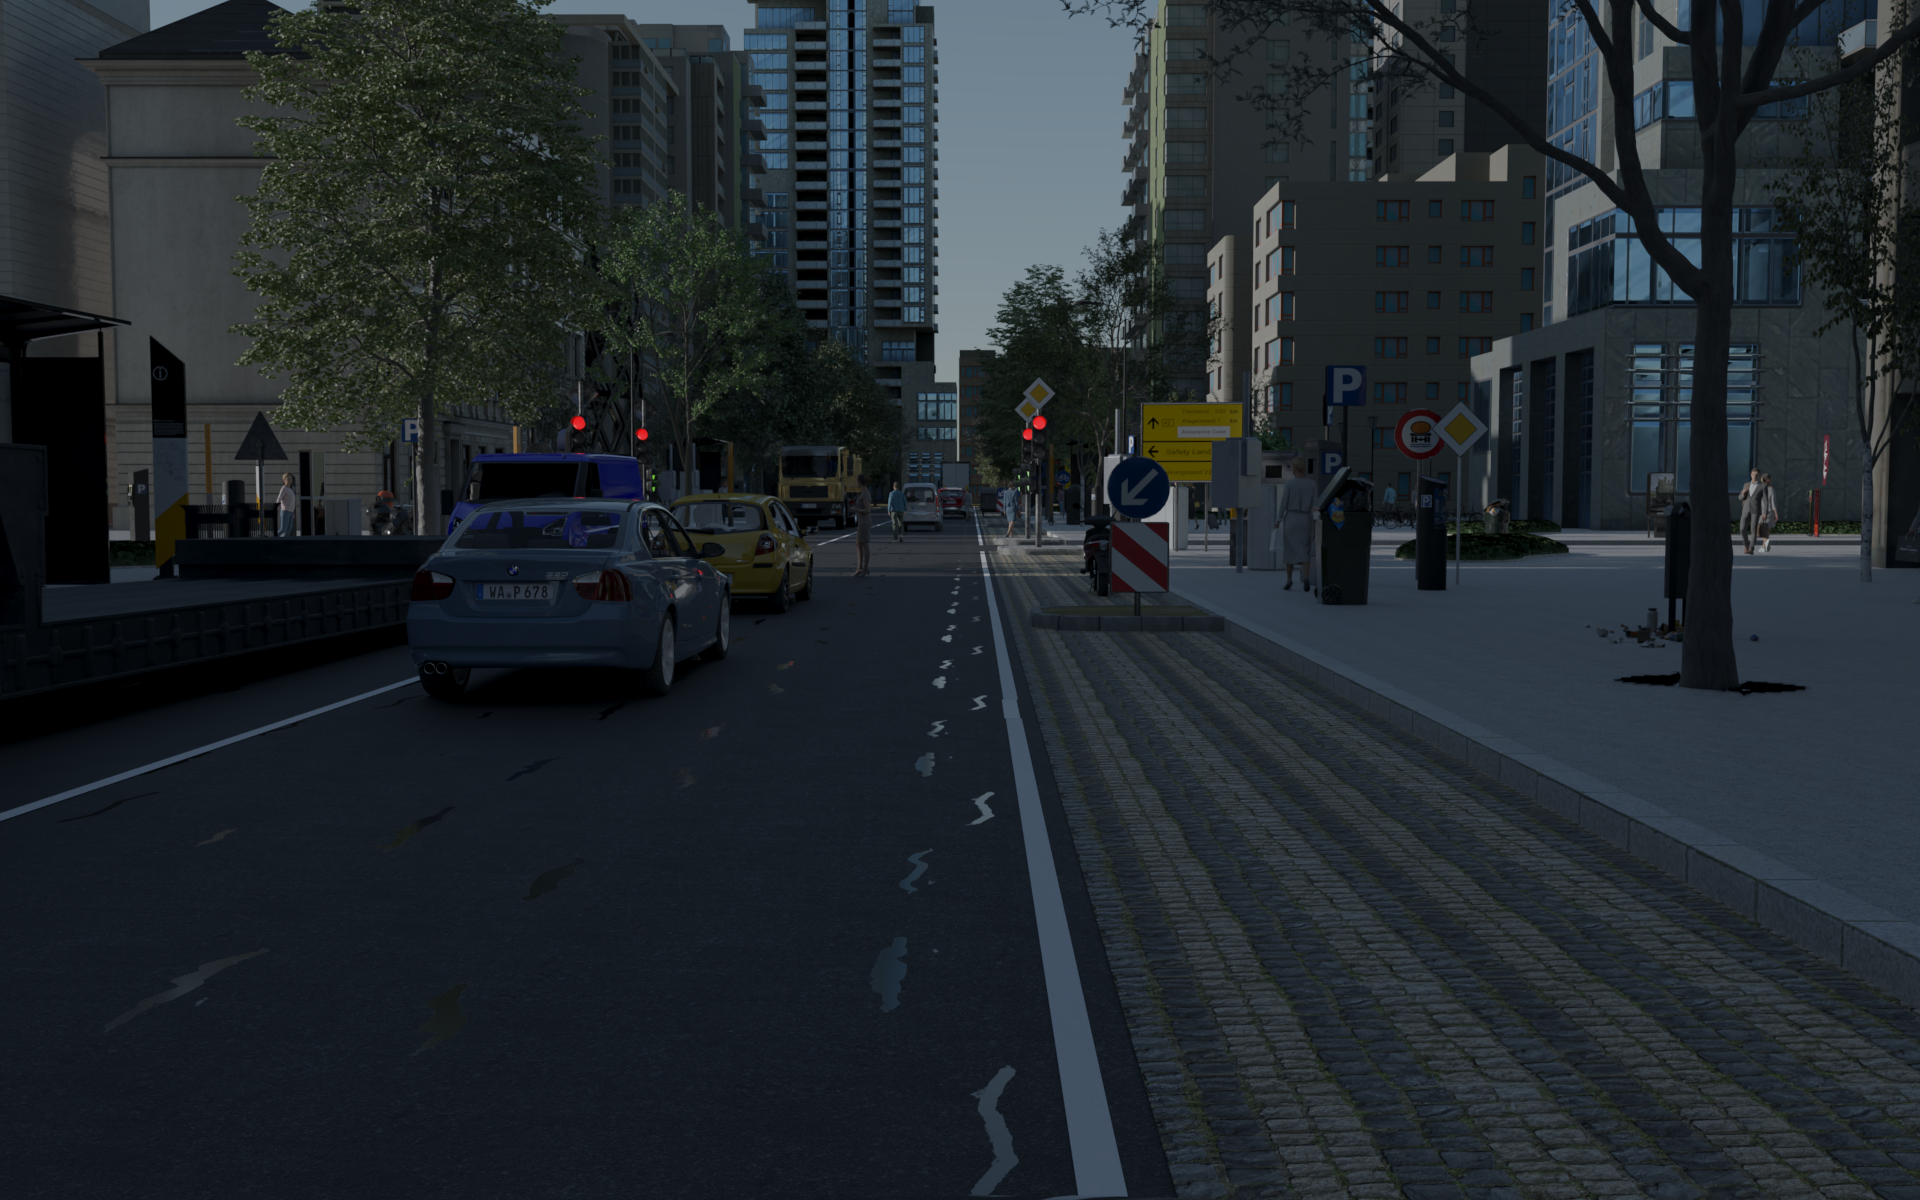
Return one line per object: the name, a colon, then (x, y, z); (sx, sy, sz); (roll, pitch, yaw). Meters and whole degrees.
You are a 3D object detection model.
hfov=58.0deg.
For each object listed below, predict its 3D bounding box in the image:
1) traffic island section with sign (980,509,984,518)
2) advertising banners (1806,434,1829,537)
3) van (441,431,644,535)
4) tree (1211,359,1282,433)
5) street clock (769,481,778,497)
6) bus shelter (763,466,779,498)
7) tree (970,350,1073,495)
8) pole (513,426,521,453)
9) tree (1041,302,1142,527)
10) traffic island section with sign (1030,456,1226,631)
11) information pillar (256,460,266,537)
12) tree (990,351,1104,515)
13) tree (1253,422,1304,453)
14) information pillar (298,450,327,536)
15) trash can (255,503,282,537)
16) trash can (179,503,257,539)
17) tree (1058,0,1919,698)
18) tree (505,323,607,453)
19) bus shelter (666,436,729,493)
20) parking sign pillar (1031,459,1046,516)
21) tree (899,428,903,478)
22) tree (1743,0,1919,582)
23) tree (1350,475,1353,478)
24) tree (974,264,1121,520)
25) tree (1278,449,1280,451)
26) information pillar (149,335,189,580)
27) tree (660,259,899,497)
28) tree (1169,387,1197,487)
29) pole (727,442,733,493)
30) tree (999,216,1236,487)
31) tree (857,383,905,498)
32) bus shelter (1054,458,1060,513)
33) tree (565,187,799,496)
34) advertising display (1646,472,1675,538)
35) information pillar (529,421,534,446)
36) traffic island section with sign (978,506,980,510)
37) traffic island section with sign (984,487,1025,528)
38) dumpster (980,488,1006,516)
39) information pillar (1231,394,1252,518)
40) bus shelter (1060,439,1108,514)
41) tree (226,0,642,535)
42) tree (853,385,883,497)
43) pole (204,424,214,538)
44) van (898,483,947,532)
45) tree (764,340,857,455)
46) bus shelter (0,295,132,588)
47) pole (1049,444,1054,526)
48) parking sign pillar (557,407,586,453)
traffic island section with sign: (2.327, -5.701, 101.843); (1.989, 1.847, 2.006); (0, 4, 0)
advertising banners: (25.546, -3.387, 51.567); (0.090, 3.025, 2.074); (1, 4, 13)
van: (-6.010, -1.290, 25.477); (2.240, 2.365, 5.245); (0, 4, 1)
tree: (15.560, -8.765, 93.662); (4.360, 8.622, 3.978); (0, 3, 0)
street clock: (-9.978, -5.395, 92.772); (0.471, 2.002, 0.358); (1, 4, 19)
bus shelter: (-12.001, -7.551, 114.735); (1.731, 3.624, 6.357); (0, 4, 1)
tree: (5.280, -14.189, 138.647); (9.857, 13.997, 8.962); (0, 3, 0)
pole: (-13.350, -3.574, 52.277); (0.158, 3.312, 0.155); (0, 3, 0)
tree: (5.012, -7.158, 67.393); (4.737, 8.622, 4.395); (0, 3, 0)
traffic island section with sign: (1.769, -0.628, 18.892); (1.989, 1.847, 2.006); (0, 4, 0)
information pillar: (-20.783, -3.676, 51.450); (0.183, 3.616, 0.504); (-3, 5, -40)
tree: (5.543, -11.176, 108.481); (9.928, 11.665, 9.643); (0, 3, 0)
tree: (13.497, -5.706, 77.009); (4.285, 4.588, 4.351); (0, 3, 0)
information pillar: (-10.751, -1.485, 28.775); (0.304, 2.012, 0.304); (2, 4, 27)
trash can: (-11.622, -1.042, 28.698); (0.748, 1.137, 0.748); (0, 3, 0)
trash can: (-10.009, -0.702, 23.132); (0.748, 1.137, 0.748); (0, 3, 0)
tree: (4.832, -6.160, 11.089); (12.009, 13.543, 11.850); (0, 3, 0)
tree: (-16.627, -7.341, 70.391); (4.360, 8.622, 3.978); (0, 3, 0)
bus shelter: (-11.055, -5.020, 73.359); (1.731, 3.624, 6.357); (0, 4, 0)
parking sign pillar: (4.755, -6.968, 102.390); (1.447, 3.967, 1.447); (0, 4, 7)
tree: (-8.976, -12.714, 124.884); (9.611, 12.733, 9.660); (0, 3, 0)
tree: (13.345, -4.558, 24.889); (4.360, 8.622, 3.978); (0, 3, 0)
tree: (20.858, -6.139, 94.981); (1.663, 3.219, 1.824); (0, 3, 0)
tree: (4.055, -10.281, 86.220); (7.486, 12.596, 7.792); (0, 3, 0)
tree: (13.663, -4.864, 74.121); (1.663, 3.219, 1.824); (0, 3, 0)
information pillar: (-11.701, -2.097, 25.634); (0.504, 3.616, 0.183); (0, 4, -7)
tree: (-9.940, -10.270, 84.915); (9.611, 12.733, 9.660); (0, 3, 0)
tree: (15.332, -10.360, 119.744); (4.737, 8.622, 4.395); (0, 3, 0)
pole: (-9.002, -4.531, 67.919); (0.158, 3.312, 0.155); (0, 3, 0)
tree: (4.826, -7.588, 58.475); (8.767, 10.594, 7.601); (-3, 5, -43)
tree: (-9.835, -16.137, 170.488); (9.857, 13.997, 8.962); (0, 3, 0)
bus shelter: (7.227, -7.640, 116.202); (1.731, 3.624, 6.357); (0, 4, 1)
tree: (-9.643, -8.222, 60.188); (9.928, 11.665, 9.643); (0, 3, 0)
advertising display: (20.551, -2.789, 50.811); (0.974, 1.923, 0.123); (-1, 4, -23)
information pillar: (-12.782, -3.693, 51.739); (0.183, 3.616, 0.504); (-1, 4, -21)
traffic island section with sign: (2.673, -8.738, 151.500); (1.989, 1.847, 2.006); (0, 4, 0)
traffic island section with sign: (2.150, -4.019, 74.346); (1.989, 1.847, 2.006); (0, 4, 0)
dumpster: (2.211, -6.460, 113.844); (1.865, 1.857, 1.264); (0, 4, -1)
information pillar: (6.648, -3.026, 40.838); (0.504, 3.616, 0.183); (2, 4, 24)
bus shelter: (5.612, -5.272, 77.478); (1.731, 3.624, 6.357); (0, 4, 1)
tree: (-9.945, -7.051, 33.407); (7.486, 12.596, 7.792); (0, 3, 0)
tree: (-9.900, -14.791, 159.952); (7.486, 12.596, 7.792); (0, 3, 0)
pole: (-21.778, -3.449, 50.229); (0.158, 3.312, 0.155); (0, 3, 0)
van: (-1.523, -3.699, 67.496); (2.013, 2.044, 4.112); (0, 4, 1)
tree: (-9.568, -10.362, 103.835); (7.601, 10.594, 8.767); (-2, 4, -33)
bus shelter: (-12.156, -1.793, 20.606); (1.731, 3.624, 6.357); (0, 4, 1)
pole: (3.725, -4.691, 70.540); (0.158, 3.312, 0.155); (0, 3, 0)
parking sign pillar: (-11.514, -3.848, 51.386); (1.447, 3.967, 1.447); (1, 4, 9)
